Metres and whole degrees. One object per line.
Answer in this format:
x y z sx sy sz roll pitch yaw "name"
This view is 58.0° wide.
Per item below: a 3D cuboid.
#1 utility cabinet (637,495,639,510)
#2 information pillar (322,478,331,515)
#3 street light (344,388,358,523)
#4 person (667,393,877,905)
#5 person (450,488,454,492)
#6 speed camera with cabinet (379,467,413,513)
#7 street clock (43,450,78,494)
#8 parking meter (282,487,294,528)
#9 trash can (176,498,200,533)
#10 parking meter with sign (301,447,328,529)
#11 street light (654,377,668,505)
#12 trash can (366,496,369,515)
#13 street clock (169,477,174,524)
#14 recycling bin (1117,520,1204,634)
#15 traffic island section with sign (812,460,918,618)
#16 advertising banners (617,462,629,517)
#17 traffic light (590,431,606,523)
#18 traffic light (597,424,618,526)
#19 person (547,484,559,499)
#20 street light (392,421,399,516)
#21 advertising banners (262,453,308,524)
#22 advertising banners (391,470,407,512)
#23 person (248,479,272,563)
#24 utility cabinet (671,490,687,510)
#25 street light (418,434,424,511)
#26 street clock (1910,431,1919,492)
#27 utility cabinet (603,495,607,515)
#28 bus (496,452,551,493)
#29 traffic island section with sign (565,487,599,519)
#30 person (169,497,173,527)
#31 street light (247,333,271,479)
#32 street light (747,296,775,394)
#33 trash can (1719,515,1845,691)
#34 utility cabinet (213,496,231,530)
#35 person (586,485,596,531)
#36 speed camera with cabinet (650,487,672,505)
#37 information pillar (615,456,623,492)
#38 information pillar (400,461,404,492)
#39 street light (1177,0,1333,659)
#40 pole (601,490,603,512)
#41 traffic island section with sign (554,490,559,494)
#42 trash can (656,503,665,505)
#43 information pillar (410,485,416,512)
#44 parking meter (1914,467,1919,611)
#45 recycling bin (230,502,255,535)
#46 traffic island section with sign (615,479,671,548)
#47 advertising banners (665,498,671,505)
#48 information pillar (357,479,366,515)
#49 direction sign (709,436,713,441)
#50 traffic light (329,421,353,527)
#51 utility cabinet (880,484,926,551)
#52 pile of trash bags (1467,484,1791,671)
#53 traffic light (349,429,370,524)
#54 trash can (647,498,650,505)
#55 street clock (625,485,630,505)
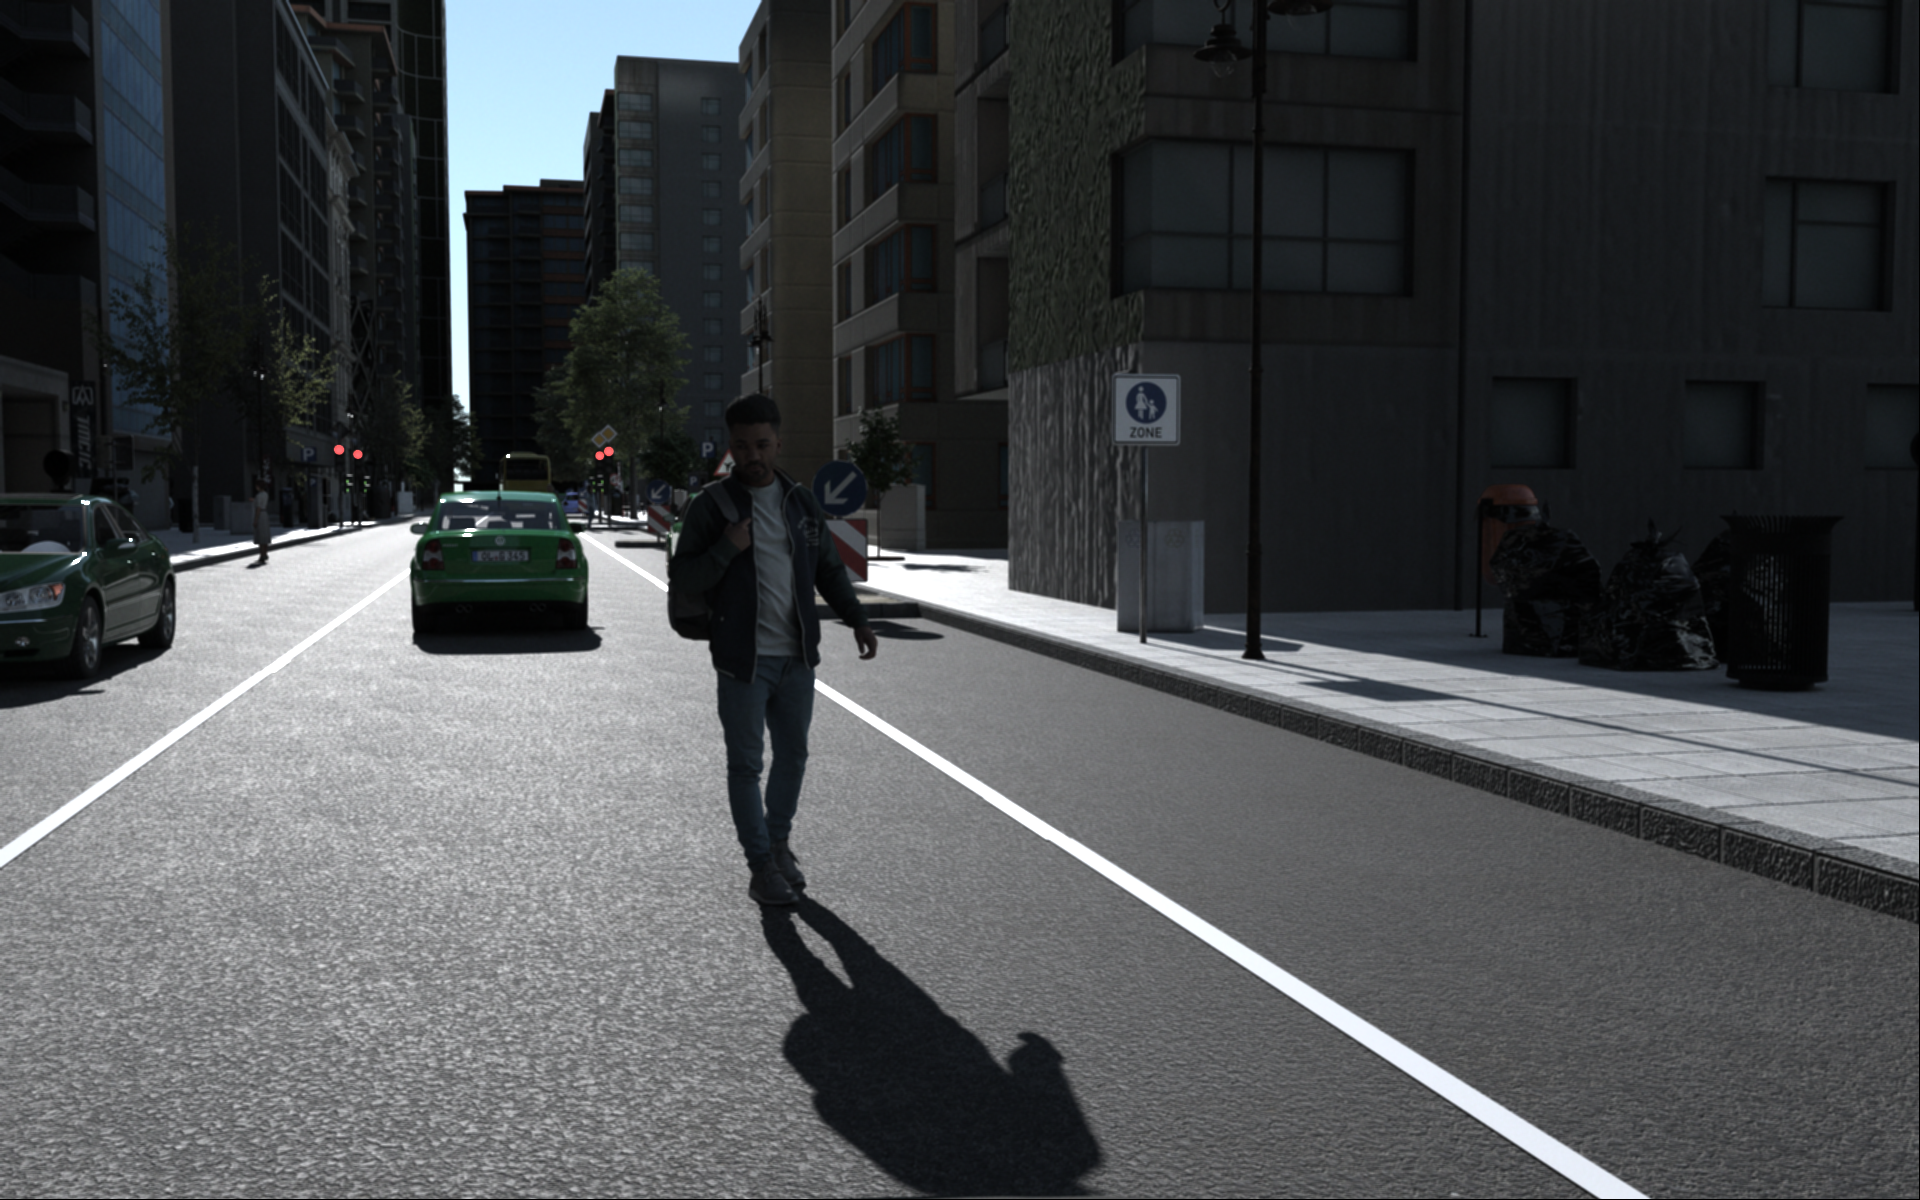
-25.703 -7.681 136.747 0.306 1.237 1.020 -3 5 -41 "utility cabinet"
-28.797 -4.538 78.686 0.304 2.012 0.304 0 4 6 "information pillar"
-26.503 -6.278 75.431 0.468 5.910 1.993 -1 4 -14 "street light"
-0.703 0.166 6.140 0.623 1.781 0.721 -3 5 -43 "person"
-28.858 -5.470 98.281 0.374 1.781 0.599 2 4 35 "person"
-37.515 -7.392 115.194 2.038 3.252 0.660 -2 4 -32 "speed camera with cabinet"
-14.797 -1.466 28.538 0.471 2.002 0.358 0 4 7 "street clock"
-25.519 -3.508 65.760 0.372 1.533 0.369 0 3 0 "parking meter"
-25.659 -2.810 57.603 0.748 1.137 0.748 0 3 0 "trash can"
-24.140 -4.196 64.865 0.543 3.016 1.738 0 4 -6 "parking meter with sign"
-11.818 -5.865 68.681 0.468 5.910 1.993 -1 4 -14 "street light"
-37.249 -5.927 108.555 0.748 1.137 0.748 0 3 0 "trash can"
-33.673 -4.235 73.809 0.358 2.002 0.471 -3 5 -41 "street clock"
1.896 -0.231 16.327 0.722 1.027 0.722 1 4 16 "recycling bin"
-1.687 -0.753 20.936 1.989 1.847 2.006 -1 4 -14 "traffic island section with sign"
-18.667 -6.101 95.933 0.090 3.025 2.074 0 4 6 "advertising banners"
-16.030 -5.385 76.971 0.839 4.253 0.868 -1 4 -14 "traffic light"
-14.058 -4.912 69.233 0.839 4.253 0.868 -1 4 -14 "traffic light"
-14.598 -3.254 61.882 0.537 1.800 0.526 0 4 6 "person"
-33.514 -7.948 102.735 0.468 5.910 1.993 -1 4 -14 "street light"
-29.148 -4.814 74.893 2.074 3.025 0.090 -1 4 -20 "advertising banners"
-41.304 -7.950 126.177 2.074 3.025 0.090 0 4 -1 "advertising banners"
-14.738 -1.668 36.338 0.524 1.755 0.480 0 4 1 "person"
-16.520 -5.706 101.978 1.173 1.500 0.318 3 5 44 "utility cabinet"
-40.435 -9.619 130.061 0.468 5.910 1.993 -1 4 -14 "street light"
10.302 -0.840 18.302 0.471 2.002 0.358 1 4 18 "street clock"
-20.843 -5.668 103.838 1.020 1.237 0.306 0 4 7 "utility cabinet"
-25.451 -6.691 100.951 2.896 3.916 12.252 -1 4 -16 "bus"
-22.108 -5.654 101.073 1.989 1.847 2.006 -1 4 -14 "traffic island section with sign"
-31.036 -3.509 67.686 0.589 1.601 0.330 1 4 18 "person"
-20.111 -4.711 49.810 0.468 5.910 1.993 -1 4 -14 "street light"
-4.672 -4.151 40.660 0.468 5.910 1.993 -1 4 -14 "street light"
5.414 0.012 11.452 0.748 1.137 0.748 0 3 0 "trash can"
-26.389 -3.106 61.944 0.306 1.237 1.020 -3 5 -42 "utility cabinet"
-14.317 -3.567 67.091 0.793 1.790 0.793 -2 4 -32 "person"
-21.868 -8.092 126.643 0.660 3.252 2.038 -3 5 -44 "speed camera with cabinet"
-21.186 -7.105 107.518 0.504 3.616 0.183 2 4 24 "information pillar"
-38.292 -7.803 118.941 0.183 3.616 0.504 0 4 0 "information pillar"
2.289 -2.481 13.344 0.468 5.910 1.993 -1 4 -14 "street light"
-26.064 -8.090 126.116 0.158 3.312 0.155 0 3 0 "pole"
-28.833 -7.272 127.519 1.989 1.847 2.006 -1 4 -14 "traffic island section with sign"
-20.987 -6.708 121.321 0.748 1.137 0.748 0 3 0 "trash can"
-40.260 -7.523 127.494 0.304 2.012 0.304 2 4 34 "information pillar"
10.645 -0.808 18.918 0.399 1.863 0.255 -3 5 -40 "parking meter"
-22.699 -2.588 54.865 0.722 1.027 0.722 -1 4 -16 "recycling bin"
-8.354 -2.350 47.057 1.989 1.847 2.006 -1 4 -14 "traffic island section with sign"
-24.209 -9.082 144.681 2.074 3.025 0.090 2 4 34 "advertising banners"
-29.773 -4.996 86.184 0.304 2.012 0.304 0 4 5 "information pillar"
-9.761 -4.653 68.068 0.379 3.537 0.876 -1 4 -15 "direction sign"
-23.854 -4.759 66.730 0.839 4.253 0.868 -1 4 -14 "traffic light"
-1.287 -1.864 39.160 1.173 1.500 0.318 3 5 44 "utility cabinet"
5.221 -0.275 14.241 1.912 1.369 3.447 -1 4 -13 "pile of trash bags"
-25.825 -5.232 74.469 0.839 4.253 0.868 -1 4 -14 "traffic light"
-25.739 -8.111 144.260 0.748 1.137 0.748 0 3 0 "trash can"
-25.874 -7.960 134.709 0.471 2.002 0.358 3 4 38 "street clock"
